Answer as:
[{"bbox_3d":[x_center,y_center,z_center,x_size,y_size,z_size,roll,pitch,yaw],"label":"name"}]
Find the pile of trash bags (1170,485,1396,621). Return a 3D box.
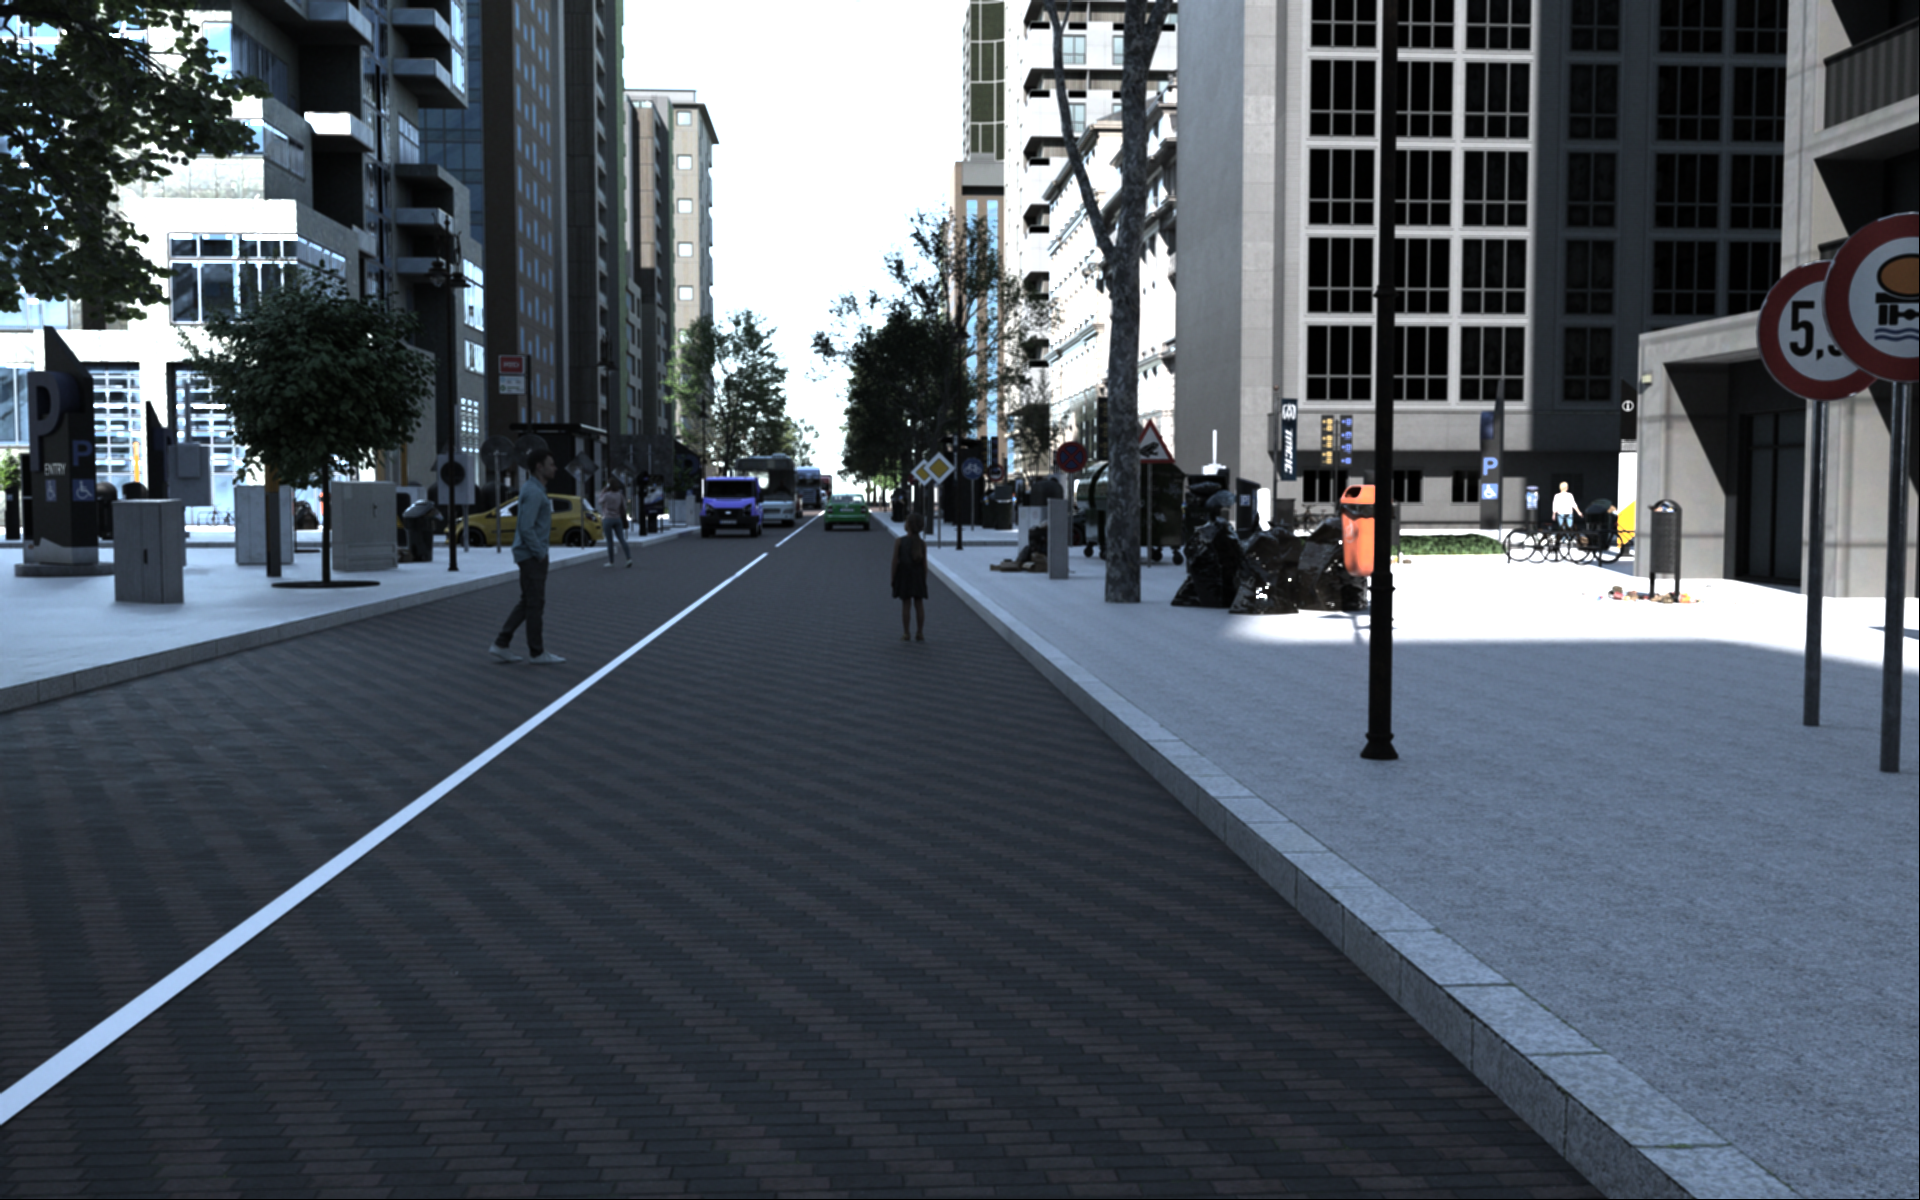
[{"bbox_3d":[3.717,-0.558,18.883,1.912,1.369,3.447,-1,4,-17],"label":"pile of trash bags"}]

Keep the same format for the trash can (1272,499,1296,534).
[{"bbox_3d":[9.884,-2.519,52.847,0.748,1.137,0.748,0,3,0],"label":"trash can"}]

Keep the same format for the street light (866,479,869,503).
[{"bbox_3d":[-10.302,-13.847,199.186,0.468,5.910,1.993,0,4,-4],"label":"street light"}]

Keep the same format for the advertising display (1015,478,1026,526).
[{"bbox_3d":[2.439,-3.974,70.182,0.123,1.923,0.974,-1,4,-17],"label":"advertising display"}]

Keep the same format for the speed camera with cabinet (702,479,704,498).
[{"bbox_3d":[-14.321,-6.422,99.332,2.038,3.252,0.660,0,4,-7],"label":"speed camera with cabinet"}]

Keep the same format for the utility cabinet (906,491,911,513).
[{"bbox_3d":[-3.369,-6.095,108.330,0.318,1.500,1.173,1,4,13],"label":"utility cabinet"}]

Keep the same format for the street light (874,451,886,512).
[{"bbox_3d":[-6.253,-9.969,135.780,0.468,5.910,1.993,0,4,-4],"label":"street light"}]

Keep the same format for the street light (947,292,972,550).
[{"bbox_3d":[-0.012,-4.097,39.773,0.468,5.910,1.993,0,4,-4],"label":"street light"}]

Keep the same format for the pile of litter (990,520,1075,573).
[{"bbox_3d":[1.187,-0.903,28.736,1.176,0.858,1.719,-1,4,-23],"label":"pile of litter"}]

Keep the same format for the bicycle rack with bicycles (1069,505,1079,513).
[{"bbox_3d":[4.563,-4.131,80.924,2.925,0.926,2.852,0,4,5],"label":"bicycle rack with bicycles"}]

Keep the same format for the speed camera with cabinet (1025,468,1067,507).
[{"bbox_3d":[3.697,-4.975,75.683,2.038,3.252,0.660,3,5,39],"label":"speed camera with cabinet"}]

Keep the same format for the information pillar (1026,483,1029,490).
[{"bbox_3d":[4.501,-6.954,118.195,0.304,2.012,0.304,2,4,25],"label":"information pillar"}]

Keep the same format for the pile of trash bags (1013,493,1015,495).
[{"bbox_3d":[2.358,-6.858,121.886,3.447,1.369,1.912,0,4,3],"label":"pile of trash bags"}]

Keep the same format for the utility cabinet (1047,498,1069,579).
[{"bbox_3d":[1.509,-0.942,26.561,0.306,1.237,1.020,0,4,1],"label":"utility cabinet"}]

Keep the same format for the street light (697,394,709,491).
[{"bbox_3d":[-11.810,-6.553,79.928,0.468,5.910,1.993,0,4,-4],"label":"street light"}]

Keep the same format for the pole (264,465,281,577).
[{"bbox_3d":[-10.657,-2.016,26.805,0.158,3.312,0.155,0,3,0],"label":"pole"}]

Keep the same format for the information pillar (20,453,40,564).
[{"bbox_3d":[-16.649,-1.631,31.157,0.304,2.012,0.304,0,4,3],"label":"information pillar"}]

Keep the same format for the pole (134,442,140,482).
[{"bbox_3d":[-32.223,-4.525,67.829,0.158,3.312,0.155,0,3,0],"label":"pole"}]

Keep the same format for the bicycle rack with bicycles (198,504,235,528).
[{"bbox_3d":[-27.344,-3.202,65.735,2.852,0.926,2.925,1,4,15],"label":"bicycle rack with bicycles"}]

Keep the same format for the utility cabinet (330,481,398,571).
[{"bbox_3d":[-9.949,-1.241,28.964,0.318,1.500,1.173,2,4,27],"label":"utility cabinet"}]

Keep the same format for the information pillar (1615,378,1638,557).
[{"bbox_3d":[13.571,-2.671,35.022,0.504,3.616,0.183,2,4,26],"label":"information pillar"}]

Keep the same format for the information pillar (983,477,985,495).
[{"bbox_3d":[0.937,-4.302,74.825,0.304,2.012,0.304,0,4,4],"label":"information pillar"}]

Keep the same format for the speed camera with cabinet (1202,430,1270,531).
[{"bbox_3d":[8.597,-3.651,54.023,2.038,3.252,0.660,0,4,0],"label":"speed camera with cabinet"}]

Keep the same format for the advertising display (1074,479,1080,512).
[{"bbox_3d":[5.321,-4.203,73.941,0.974,1.923,0.123,2,4,31],"label":"advertising display"}]

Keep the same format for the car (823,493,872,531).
[{"bbox_3d":[-4.506,-3.704,69.356,1.959,1.807,4.718,0,4,-3],"label":"car"}]

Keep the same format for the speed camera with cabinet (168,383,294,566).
[{"bbox_3d":[-13.166,-2.262,31.314,2.038,3.252,0.660,-1,4,-20],"label":"speed camera with cabinet"}]

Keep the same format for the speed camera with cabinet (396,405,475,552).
[{"bbox_3d":[-11.790,-2.680,38.160,2.038,3.252,0.660,0,4,0],"label":"speed camera with cabinet"}]

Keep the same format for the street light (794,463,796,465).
[{"bbox_3d":[-19.959,-14.404,208.288,0.468,5.910,1.993,0,4,-4],"label":"street light"}]

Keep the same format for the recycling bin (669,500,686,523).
[{"bbox_3d":[-12.482,-3.926,76.744,0.722,1.027,0.722,-1,4,-22],"label":"recycling bin"}]

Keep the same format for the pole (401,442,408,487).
[{"bbox_3d":[-15.154,-3.266,47.249,0.158,3.312,0.155,0,3,0],"label":"pole"}]

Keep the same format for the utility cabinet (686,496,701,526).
[{"bbox_3d":[-10.755,-3.588,69.818,0.306,1.237,1.020,-2,4,-29],"label":"utility cabinet"}]

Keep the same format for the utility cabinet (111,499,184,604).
[{"bbox_3d":[-9.649,-0.575,20.561,1.020,1.237,0.306,2,4,34],"label":"utility cabinet"}]

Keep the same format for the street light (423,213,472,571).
[{"bbox_3d":[-8.479,-3.426,28.802,0.468,5.910,1.993,0,4,-4],"label":"street light"}]

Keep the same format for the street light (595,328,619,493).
[{"bbox_3d":[-9.835,-4.625,48.406,0.468,5.910,1.993,0,4,-4],"label":"street light"}]

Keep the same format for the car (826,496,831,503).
[{"bbox_3d":[-9.988,-8.100,142.216,2.009,1.686,4.222,0,4,-3],"label":"car"}]

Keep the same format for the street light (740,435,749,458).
[{"bbox_3d":[-13.875,-8.483,111.477,0.468,5.910,1.993,0,4,-4],"label":"street light"}]

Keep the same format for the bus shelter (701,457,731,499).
[{"bbox_3d":[-15.966,-7.446,113.031,1.731,3.624,6.357,0,4,-4],"label":"bus shelter"}]

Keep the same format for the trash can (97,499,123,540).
[{"bbox_3d":[-23.814,-2.256,48.533,0.748,1.137,0.748,0,3,0],"label":"trash can"}]

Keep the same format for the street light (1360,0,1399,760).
[{"bbox_3d":[2.042,-2.169,8.256,0.468,5.910,1.993,0,4,-4],"label":"street light"}]

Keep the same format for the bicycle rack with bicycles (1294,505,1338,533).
[{"bbox_3d":[11.442,-2.636,56.481,2.852,0.926,2.925,-3,5,-44],"label":"bicycle rack with bicycles"}]

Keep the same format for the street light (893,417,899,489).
[{"bbox_3d":[-3.400,-7.277,91.766,0.468,5.910,1.993,0,4,-4],"label":"street light"}]

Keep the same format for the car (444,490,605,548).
[{"bbox_3d":[-11.045,-2.066,44.007,3.980,1.641,2.015,0,4,-5],"label":"car"}]

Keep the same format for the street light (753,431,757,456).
[{"bbox_3d":[-14.709,-9.292,124.719,0.468,5.910,1.993,0,4,-4],"label":"street light"}]

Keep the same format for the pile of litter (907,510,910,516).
[{"bbox_3d":[-3.213,-4.990,95.547,1.719,0.858,1.176,2,4,31],"label":"pile of litter"}]

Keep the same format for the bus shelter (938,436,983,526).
[{"bbox_3d":[-0.015,-4.993,72.922,1.731,3.624,6.357,0,4,-4],"label":"bus shelter"}]

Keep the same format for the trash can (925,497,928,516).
[{"bbox_3d":[-2.188,-5.404,100.011,0.748,1.137,0.748,0,3,0],"label":"trash can"}]

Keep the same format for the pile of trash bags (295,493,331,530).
[{"bbox_3d":[-23.196,-3.249,62.874,1.912,1.369,3.447,-1,4,-14],"label":"pile of trash bags"}]

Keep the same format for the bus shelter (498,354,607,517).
[{"bbox_3d":[-12.362,-4.589,52.658,2.179,5.291,8.768,0,4,-4],"label":"bus shelter"}]

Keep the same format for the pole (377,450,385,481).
[{"bbox_3d":[-16.556,-3.406,49.532,0.158,3.312,0.155,0,3,0],"label":"pole"}]

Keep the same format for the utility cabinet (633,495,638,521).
[{"bbox_3d":[-15.460,-4.365,82.525,0.306,1.237,1.020,-1,4,-18],"label":"utility cabinet"}]

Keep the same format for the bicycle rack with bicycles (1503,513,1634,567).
[{"bbox_3d":[11.294,-1.132,31.892,2.852,0.926,2.925,-3,5,-42],"label":"bicycle rack with bicycles"}]

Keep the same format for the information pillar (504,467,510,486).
[{"bbox_3d":[-22.511,-5.799,86.176,0.183,3.616,0.504,1,4,12],"label":"information pillar"}]

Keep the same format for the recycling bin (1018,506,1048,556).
[{"bbox_3d":[1.676,-1.402,35.471,0.722,1.027,0.722,-3,5,-41],"label":"recycling bin"}]

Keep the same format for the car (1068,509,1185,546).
[{"bbox_3d":[3.982,-2.119,44.429,4.222,1.686,2.009,0,4,-2],"label":"car"}]

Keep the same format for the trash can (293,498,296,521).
[{"bbox_3d":[-22.145,-2.764,56.839,0.748,1.137,0.748,0,3,0],"label":"trash can"}]

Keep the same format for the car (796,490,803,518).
[{"bbox_3d":[-10.549,-5.833,104.048,2.281,1.827,5.304,0,4,-2],"label":"car"}]

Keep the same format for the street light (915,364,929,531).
[{"bbox_3d":[-1.333,-5.338,60.057,0.468,5.910,1.993,0,4,-4],"label":"street light"}]

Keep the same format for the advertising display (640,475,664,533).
[{"bbox_3d":[-10.141,-3.170,57.043,0.123,1.923,0.974,3,4,37],"label":"advertising display"}]

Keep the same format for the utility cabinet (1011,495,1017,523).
[{"bbox_3d":[2.597,-4.057,77.500,1.020,1.237,0.306,-2,4,-23],"label":"utility cabinet"}]
